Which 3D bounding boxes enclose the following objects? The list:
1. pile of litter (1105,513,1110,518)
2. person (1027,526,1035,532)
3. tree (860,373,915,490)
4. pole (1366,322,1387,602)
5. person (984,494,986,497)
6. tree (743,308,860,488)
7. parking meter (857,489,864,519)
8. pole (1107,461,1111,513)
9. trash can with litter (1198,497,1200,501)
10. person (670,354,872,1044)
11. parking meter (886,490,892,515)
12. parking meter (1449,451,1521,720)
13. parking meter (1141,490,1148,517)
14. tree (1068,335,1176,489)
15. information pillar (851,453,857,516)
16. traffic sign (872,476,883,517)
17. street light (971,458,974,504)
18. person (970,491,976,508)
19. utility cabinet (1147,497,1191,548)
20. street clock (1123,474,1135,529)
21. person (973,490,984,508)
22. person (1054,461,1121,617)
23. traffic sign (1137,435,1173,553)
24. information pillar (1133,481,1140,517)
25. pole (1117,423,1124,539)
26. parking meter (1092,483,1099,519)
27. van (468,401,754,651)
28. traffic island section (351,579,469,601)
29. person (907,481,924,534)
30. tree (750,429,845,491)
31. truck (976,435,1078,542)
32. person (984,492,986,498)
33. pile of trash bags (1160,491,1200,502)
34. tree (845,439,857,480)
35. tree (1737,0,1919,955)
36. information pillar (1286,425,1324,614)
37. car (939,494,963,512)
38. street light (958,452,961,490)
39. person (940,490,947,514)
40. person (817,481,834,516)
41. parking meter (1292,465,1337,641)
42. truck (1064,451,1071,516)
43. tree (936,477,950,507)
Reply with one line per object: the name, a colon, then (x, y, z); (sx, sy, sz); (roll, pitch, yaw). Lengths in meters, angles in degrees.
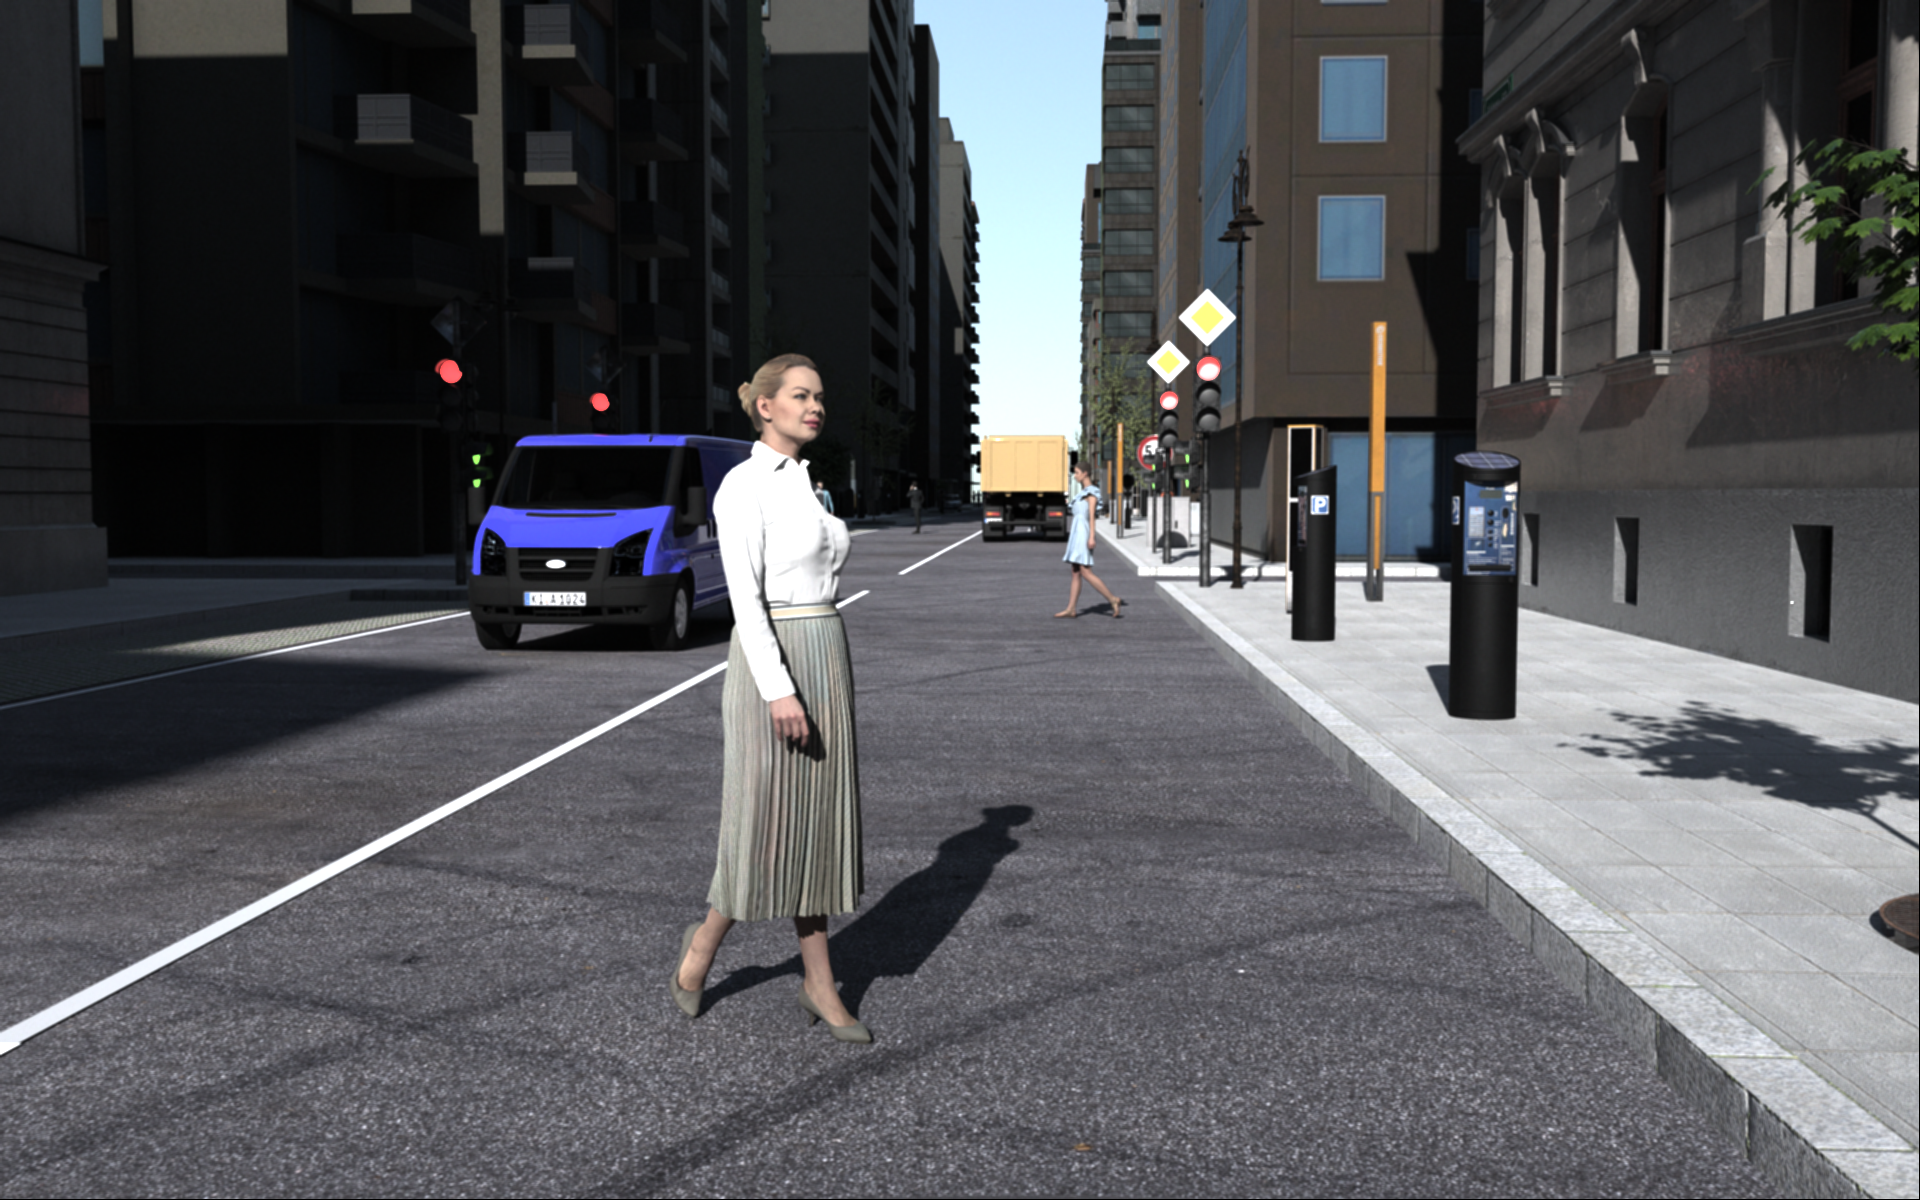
pile of litter: (8.350, -4.885, 93.836); (1.176, 0.858, 1.719); (2, 4, 30)
person: (2.649, -3.469, 65.883); (0.731, 1.740, 0.598); (2, 4, 35)
tree: (-5.056, -9.461, 105.045); (4.737, 8.622, 4.395); (0, 3, 0)
pole: (4.965, -1.639, 20.645); (0.158, 3.312, 0.155); (0, 3, 0)
person: (3.161, -11.749, 200.696); (1.348, 1.812, 0.705); (-3, 4, -37)
tree: (-6.619, -7.191, 67.941); (4.737, 8.622, 4.395); (0, 3, 0)
parking meter: (-5.188, -5.021, 90.509); (0.372, 1.533, 0.369); (0, 3, 0)
pole: (9.180, -6.885, 106.413); (0.158, 3.312, 0.155); (0, 3, 0)
trash can with litter: (10.998, -3.981, 76.155); (2.233, 1.210, 1.678); (2, 4, 34)
person: (-0.518, 0.252, 4.604); (0.641, 1.798, 0.478); (3, 4, 37)
parking meter: (-4.440, -6.088, 107.942); (0.372, 1.533, 0.369); (0, 3, 0)
parking meter: (3.018, -0.095, 9.965); (0.372, 1.533, 0.369); (0, 3, 0)
parking meter: (10.271, -5.371, 96.232); (0.372, 1.533, 0.369); (0, 3, 0)
tree: (7.541, -7.915, 79.772); (4.737, 8.622, 4.395); (0, 3, 0)
information pillar: (-6.109, -6.607, 99.376); (0.183, 3.616, 0.504); (-2, 4, -35)
traffic sign: (-4.692, -5.890, 98.437); (0.606, 2.300, 0.079); (0, 4, 8)
street light: (1.623, -15.367, 224.033); (0.468, 5.910, 1.993); (0, 4, 3)
person: (1.339, -10.618, 182.626); (0.750, 1.759, 0.617); (1, 4, 13)
utility cabinet: (5.011, -1.859, 41.563); (1.020, 1.237, 0.306); (1, 4, 13)
street clock: (6.155, -3.605, 63.519); (0.471, 2.002, 0.358); (2, 4, 25)
person: (1.936, -10.444, 179.240); (1.348, 1.826, 0.705); (-1, 4, -19)
person: (1.476, -0.699, 20.030); (0.778, 1.811, 0.616); (0, 4, 7)
traffic sign: (4.212, -2.283, 37.436); (0.768, 2.556, 0.104); (1, 4, 11)
information pillar: (9.901, -5.669, 97.180); (0.304, 2.012, 0.304); (3, 4, 38)
pole: (4.614, -3.425, 49.846); (0.158, 3.312, 0.155); (0, 3, 0)
parking meter: (7.009, -5.120, 89.421); (0.399, 1.863, 0.255); (0, 4, -4)
van: (-3.324, -0.810, 17.625); (2.240, 2.365, 5.245); (0, 4, 4)
traffic island section: (-7.073, -0.135, 24.496); (2.009, 0.180, 2.903); (0, 4, 3)
person: (-1.632, -3.369, 62.948); (0.474, 1.900, 0.648); (2, 4, 28)
tree: (-7.526, -5.483, 73.366); (4.285, 4.588, 4.351); (0, 3, 0)
truck: (2.104, -3.632, 55.310); (3.469, 3.379, 9.791); (0, 4, 3)
person: (3.218, -12.382, 211.870); (0.541, 1.710, 0.530); (0, 4, -7)
pile of trash bags: (7.248, -2.884, 56.912); (1.912, 1.369, 3.447); (1, 4, 23)
tree: (-6.748, -6.235, 85.649); (4.285, 4.588, 4.351); (0, 3, 0)
tree: (3.273, -0.617, 4.688); (1.663, 3.219, 1.824); (0, 3, 0)
information pillar: (3.689, -0.860, 18.545); (0.304, 2.012, 0.304); (2, 4, 28)
car: (-0.759, -7.686, 137.674); (2.014, 1.417, 4.499); (0, 4, 2)
street light: (-0.066, -13.441, 192.547); (0.468, 5.910, 1.993); (0, 4, 3)
person: (-1.192, -7.015, 123.908); (0.721, 1.735, 1.217); (1, 4, 20)
person: (-3.992, -2.545, 50.130); (0.660, 1.820, 0.620); (-1, 4, -10)
parking meter: (3.109, -0.416, 15.207); (0.372, 1.533, 0.369); (0, 3, 0)
truck: (6.202, -7.923, 118.460); (2.839, 4.237, 11.283); (0, 4, 3)
tree: (-2.093, -11.072, 175.632); (1.663, 3.219, 1.824); (0, 3, 0)
